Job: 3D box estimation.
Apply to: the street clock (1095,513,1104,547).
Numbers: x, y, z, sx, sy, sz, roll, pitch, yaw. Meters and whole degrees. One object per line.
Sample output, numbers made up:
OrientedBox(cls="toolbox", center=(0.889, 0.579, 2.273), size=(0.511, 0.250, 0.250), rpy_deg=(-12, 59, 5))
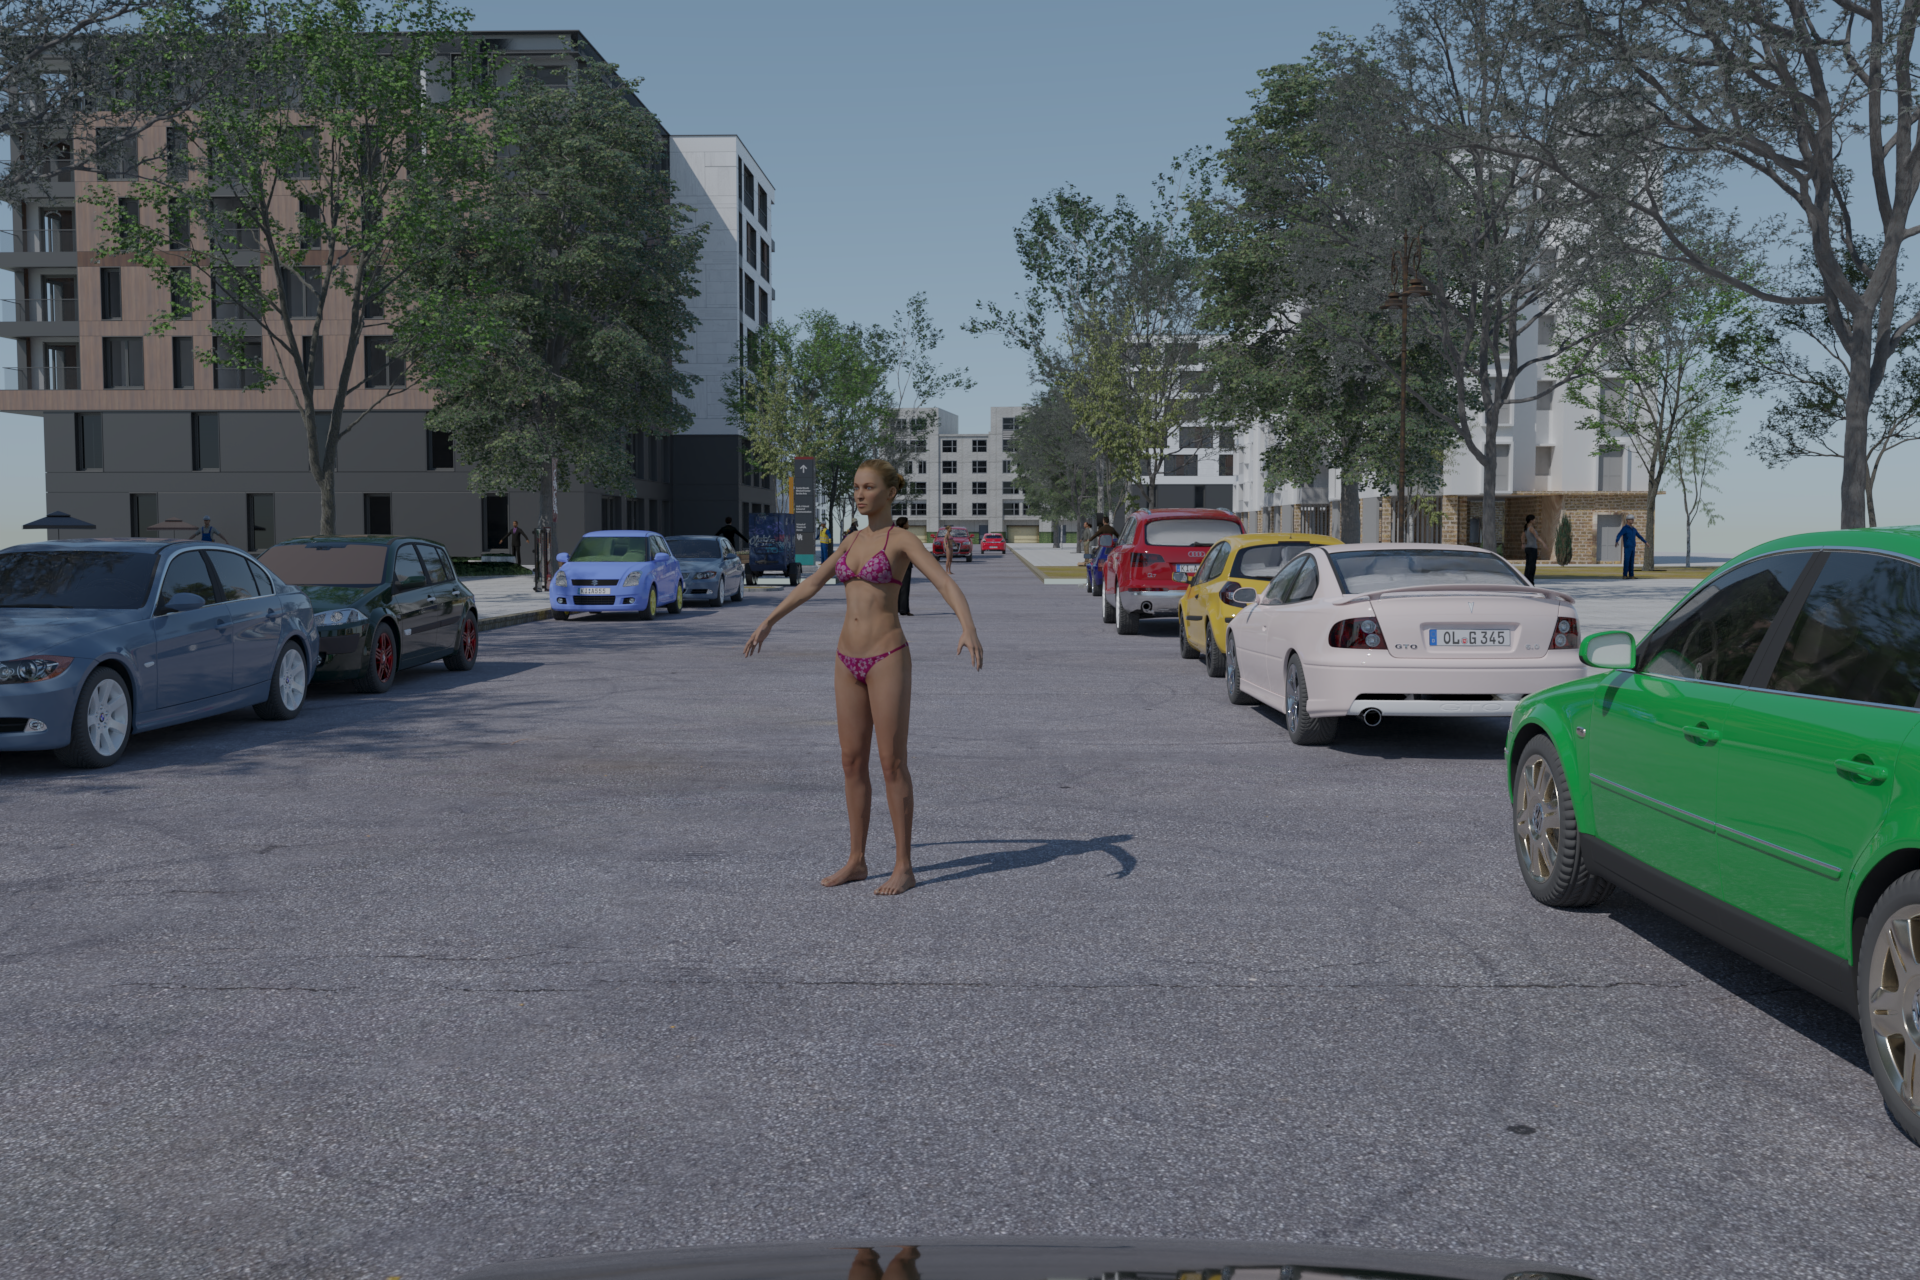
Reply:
OrientedBox(cls="street clock", center=(4.764, -3.325, 58.938), size=(0.358, 2.002, 0.471), rpy_deg=(0, 4, 2))

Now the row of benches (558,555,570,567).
OrientedBox(cls="row of benches", center=(-11.648, -2.668, 59.086), size=(4.104, 0.672, 1.422), rpy_deg=(-2, 4, -28))

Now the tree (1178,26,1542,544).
OrientedBox(cls="tree", center=(10.071, -8.409, 44.150), size=(9.857, 13.997, 8.962), rpy_deg=(0, 3, 0))

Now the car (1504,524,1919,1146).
OrientedBox(cls="car", center=(3.097, 0.214, 5.295), size=(1.959, 1.807, 4.718), rpy_deg=(0, 3, 0))

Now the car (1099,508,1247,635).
OrientedBox(cls="car", center=(3.271, -1.068, 26.140), size=(2.281, 1.827, 5.304), rpy_deg=(0, 4, 1))

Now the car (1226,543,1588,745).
OrientedBox(cls="car", center=(3.191, -0.047, 13.126), size=(2.083, 1.381, 4.827), rpy_deg=(0, 4, 0))

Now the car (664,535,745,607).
OrientedBox(cls="car", center=(-5.516, -1.443, 35.602), size=(2.014, 1.417, 4.499), rpy_deg=(0, 4, 1))

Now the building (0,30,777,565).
OrientedBox(cls="building", center=(-25.397, -14.877, 87.220), size=(27.936, 21.610, 32.646), rpy_deg=(0, 4, 2))

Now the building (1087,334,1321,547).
OrientedBox(cls="building", center=(28.062, -21.372, 193.410), size=(27.936, 21.610, 32.646), rpy_deg=(0, 4, 1))

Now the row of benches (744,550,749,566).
OrientedBox(cls="row of benches", center=(-9.413, -3.273, 68.980), size=(4.104, 0.672, 1.422), rpy_deg=(0, 4, -4))

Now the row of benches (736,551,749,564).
OrientedBox(cls="row of benches", center=(-7.799, -2.981, 64.196), size=(4.104, 0.672, 1.422), rpy_deg=(-2, 4, -30))

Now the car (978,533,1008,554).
OrientedBox(cls="car", center=(2.389, -7.075, 124.714), size=(2.155, 1.783, 4.494), rpy_deg=(0, 4, 1))

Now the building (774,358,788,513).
OrientedBox(cls="building", center=(-24.845, -20.023, 183.795), size=(16.016, 20.090, 11.380), rpy_deg=(0, 4, 1))

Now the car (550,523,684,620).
OrientedBox(cls="car", center=(-5.901, -1.244, 29.933), size=(1.945, 1.707, 3.694), rpy_deg=(0, 4, 1))

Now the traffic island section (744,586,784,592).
OrientedBox(cls="traffic island section", center=(-5.523, -1.289, 43.945), size=(1.991, 0.108, 1.994), rpy_deg=(0, 4, 2))

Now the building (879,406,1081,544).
OrientedBox(cls="building", center=(5.595, -23.116, 246.866), size=(31.486, 18.905, 16.747), rpy_deg=(1, 4, 10))

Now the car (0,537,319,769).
OrientedBox(cls="car", center=(-6.045, -0.008, 12.131), size=(2.014, 1.417, 4.499), rpy_deg=(0, 4, 2))

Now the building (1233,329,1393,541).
OrientedBox(cls="building", center=(26.251, -16.913, 132.946), size=(16.016, 20.090, 11.380), rpy_deg=(0, 4, 1))

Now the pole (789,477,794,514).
OrientedBox(cls="pole", center=(-6.031, -4.169, 62.014), size=(0.158, 3.312, 0.155), rpy_deg=(0, 3, 0))

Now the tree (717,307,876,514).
OrientedBox(cls="tree", center=(-7.386, -9.360, 78.796), size=(9.928, 11.665, 9.643), rpy_deg=(0, 3, 0))

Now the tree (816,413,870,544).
OrientedBox(cls="tree", center=(-7.159, -9.287, 102.203), size=(4.737, 8.622, 4.395), rpy_deg=(0, 3, 0))

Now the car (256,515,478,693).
OrientedBox(cls="car", center=(-6.003, -0.429, 16.809), size=(2.009, 1.686, 4.222), rpy_deg=(0, 4, 1))

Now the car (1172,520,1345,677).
OrientedBox(cls="car", center=(3.358, -0.519, 18.715), size=(2.015, 1.641, 3.980), rpy_deg=(0, 4, 1))

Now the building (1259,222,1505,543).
OrientedBox(cls="building", center=(23.651, -15.255, 105.845), size=(16.016, 20.090, 11.380), rpy_deg=(0, 4, 1))

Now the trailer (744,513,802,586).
OrientedBox(cls="trailer", center=(-5.204, -2.472, 47.471), size=(1.471, 1.999, 3.904), rpy_deg=(0, 4, 1))

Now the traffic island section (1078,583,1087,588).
OrientedBox(cls="traffic island section", center=(4.182, -1.449, 46.552), size=(1.991, 0.108, 1.994), rpy_deg=(0, 4, 0))

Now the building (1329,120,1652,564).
OrientedBox(cls="building", center=(23.712, -14.025, 85.735), size=(16.016, 20.090, 11.380), rpy_deg=(0, 4, 1))

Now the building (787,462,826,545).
OrientedBox(cls="building", center=(-21.016, -16.701, 215.208), size=(9.099, 9.664, 28.070), rpy_deg=(0, 4, 1))

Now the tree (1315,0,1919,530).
OrientedBox(cls="tree", center=(9.433, -6.578, 17.919), size=(12.009, 13.543, 11.850), rpy_deg=(0, 3, 0))

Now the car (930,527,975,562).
OrientedBox(cls="car", center=(-0.375, -4.960, 89.765), size=(2.281, 1.827, 5.304), rpy_deg=(0, 4, 1))

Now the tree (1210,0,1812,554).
OrientedBox(cls="tree", center=(9.953, -7.473, 32.551), size=(12.009, 13.543, 11.850), rpy_deg=(0, 3, 0))

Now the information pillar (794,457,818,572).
OrientedBox(cls="information pillar", center=(-5.204, -4.212, 58.248), size=(0.750, 3.857, 0.750), rpy_deg=(0, 4, 2))

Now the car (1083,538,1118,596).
OrientedBox(cls="car", center=(3.928, -1.745, 41.116), size=(1.945, 1.354, 3.894), rpy_deg=(0, 4, 1))

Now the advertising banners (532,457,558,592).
OrientedBox(cls="advertising banners", center=(-9.303, -2.617, 38.976), size=(0.090, 3.025, 2.074), rpy_deg=(0, 4, 2))

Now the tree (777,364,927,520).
OrientedBox(cls="tree", center=(-7.381, -12.795, 119.567), size=(12.009, 13.543, 11.850), rpy_deg=(0, 3, 0))

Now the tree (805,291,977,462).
OrientedBox(cls="tree", center=(-5.401, -17.089, 135.297), size=(12.611, 20.169, 13.585), rpy_deg=(0, 3, 0))

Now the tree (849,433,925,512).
OrientedBox(cls="tree", center=(-6.637, -13.465, 154.564), size=(7.601, 10.594, 8.767), rpy_deg=(-2, 4, -35))

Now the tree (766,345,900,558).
OrientedBox(cls="tree", center=(-6.840, -10.242, 93.214), size=(9.928, 11.665, 9.643), rpy_deg=(0, 3, 0))
